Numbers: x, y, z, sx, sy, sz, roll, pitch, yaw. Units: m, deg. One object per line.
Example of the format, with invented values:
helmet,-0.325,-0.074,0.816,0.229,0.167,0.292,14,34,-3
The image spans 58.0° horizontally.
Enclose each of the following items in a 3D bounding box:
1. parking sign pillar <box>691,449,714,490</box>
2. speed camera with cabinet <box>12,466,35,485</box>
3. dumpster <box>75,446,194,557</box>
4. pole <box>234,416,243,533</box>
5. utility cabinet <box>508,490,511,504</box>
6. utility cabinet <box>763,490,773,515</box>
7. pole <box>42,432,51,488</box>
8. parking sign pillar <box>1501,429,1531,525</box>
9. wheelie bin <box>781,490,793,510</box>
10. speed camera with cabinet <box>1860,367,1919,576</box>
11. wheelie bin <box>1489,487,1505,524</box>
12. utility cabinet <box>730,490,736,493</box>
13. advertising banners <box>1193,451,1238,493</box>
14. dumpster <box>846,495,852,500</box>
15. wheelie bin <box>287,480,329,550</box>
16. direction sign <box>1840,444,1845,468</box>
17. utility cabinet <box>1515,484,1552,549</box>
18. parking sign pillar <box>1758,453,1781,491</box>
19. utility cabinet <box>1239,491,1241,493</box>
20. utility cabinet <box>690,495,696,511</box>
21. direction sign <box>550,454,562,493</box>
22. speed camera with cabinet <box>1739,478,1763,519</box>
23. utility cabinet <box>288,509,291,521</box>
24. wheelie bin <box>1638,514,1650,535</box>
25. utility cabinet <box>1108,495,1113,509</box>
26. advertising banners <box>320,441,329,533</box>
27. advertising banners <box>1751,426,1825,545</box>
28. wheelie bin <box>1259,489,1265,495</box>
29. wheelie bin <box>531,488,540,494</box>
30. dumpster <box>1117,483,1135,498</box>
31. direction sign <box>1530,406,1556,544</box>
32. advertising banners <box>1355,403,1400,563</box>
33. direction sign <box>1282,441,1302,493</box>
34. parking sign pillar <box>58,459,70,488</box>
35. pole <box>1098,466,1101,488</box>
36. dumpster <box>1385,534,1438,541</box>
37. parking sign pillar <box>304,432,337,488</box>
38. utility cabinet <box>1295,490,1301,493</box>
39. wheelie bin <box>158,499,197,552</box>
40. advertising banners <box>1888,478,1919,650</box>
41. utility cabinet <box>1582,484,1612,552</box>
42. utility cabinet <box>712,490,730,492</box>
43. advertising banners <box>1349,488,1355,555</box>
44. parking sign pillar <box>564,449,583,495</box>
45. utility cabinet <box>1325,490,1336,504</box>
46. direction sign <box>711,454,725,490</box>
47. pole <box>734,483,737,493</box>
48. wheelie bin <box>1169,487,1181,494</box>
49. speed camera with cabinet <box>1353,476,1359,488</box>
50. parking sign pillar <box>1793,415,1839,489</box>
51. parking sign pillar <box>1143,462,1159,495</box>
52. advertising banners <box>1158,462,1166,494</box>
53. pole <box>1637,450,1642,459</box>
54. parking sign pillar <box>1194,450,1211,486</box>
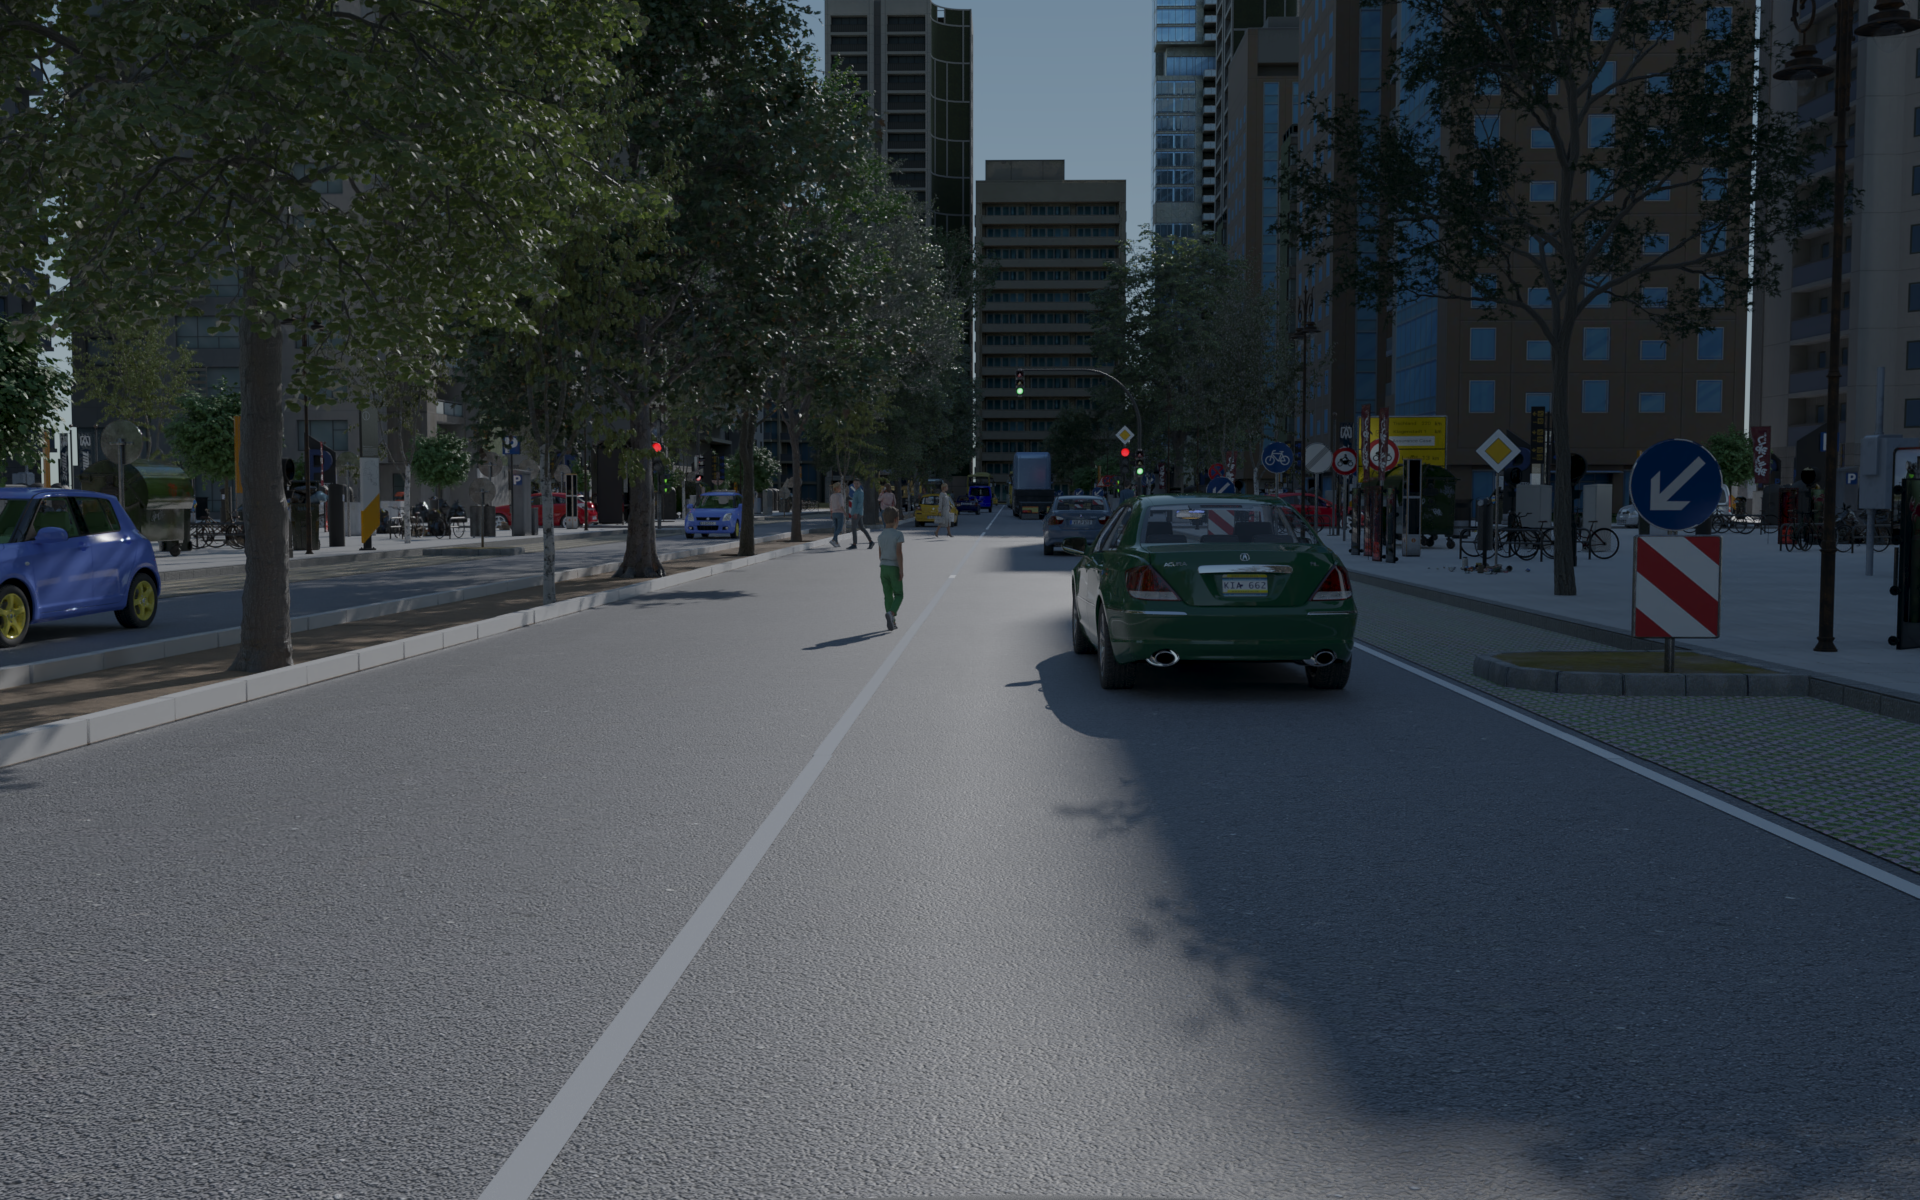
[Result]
parking sign pillar,-15.438,-7.063,103.945,1.447,3.967,1.447,1,4,16
speed camera with cabinet,-39.629,-4.886,74.218,0.660,3.252,2.038,1,4,11
dumpster,-16.493,-1.965,34.616,1.502,2.255,1.985,0,4,2
pole,-18.893,-3.152,45.381,0.158,3.312,0.155,0,3,0
utility cabinet,-25.956,-5.692,101.745,0.318,1.500,1.173,3,5,40
utility cabinet,-11.670,-5.900,105.143,0.318,1.500,1.173,1,4,9
pole,-29.934,-3.851,56.803,0.158,3.312,0.155,0,3,0
parking sign pillar,23.127,-5.074,71.439,1.447,3.967,1.447,3,4,36
wheelie bin,-13.653,-7.875,136.666,0.980,1.594,0.693,-1,4,-19
speed camera with cabinet,14.562,-1.958,26.347,0.660,3.252,2.038,0,4,-5
wheelie bin,22.868,-4.012,73.497,0.693,1.594,0.980,2,4,32
utility cabinet,-13.007,-5.393,96.855,0.318,1.500,1.173,-3,5,-41
advertising banners,10.312,-4.533,70.300,2.074,3.025,0.090,2,4,33
dumpster,-8.764,-7.800,135.751,1.865,1.857,1.264,0,4,3
wheelie bin,-14.960,-1.941,39.637,0.980,1.594,0.693,-1,4,-23
direction sign,39.982,-5.293,78.529,0.379,3.537,0.876,1,4,18
utility cabinet,13.413,-1.945,40.479,0.318,1.500,1.173,-1,4,-9
parking sign pillar,44.288,-6.502,94.775,1.447,3.967,1.447,-1,4,-14
utility cabinet,16.085,-5.629,100.715,0.318,1.500,1.173,1,4,20
utility cabinet,-12.560,-4.424,83.490,0.306,1.237,1.020,2,4,35
direction sign,-21.522,-6.133,92.267,0.876,3.537,0.379,2,4,34
speed camera with cabinet,41.427,-5.854,90.056,0.660,3.252,2.038,-1,4,-14
utility cabinet,-24.037,-3.104,61.915,0.306,1.237,1.020,-1,4,-18
wheelie bin,20.775,-2.711,52.239,0.693,1.594,0.980,2,4,30
utility cabinet,11.326,-7.496,133.721,1.020,1.237,0.306,1,4,14
advertising banners,-21.287,-3.787,58.101,0.090,3.025,2.074,-1,4,-12
advertising banners,21.114,-2.926,44.035,0.090,3.025,2.074,-3,5,-43
wheelie bin,20.393,-6.555,115.081,0.693,1.594,0.980,-3,4,-37
wheelie bin,-20.884,-4.695,84.676,0.693,1.594,0.980,-2,4,-27
dumpster,12.023,-7.427,123.926,1.502,2.255,1.985,0,4,2
direction sign,15.172,-3.225,44.733,0.876,3.537,0.379,0,4,7
advertising banners,7.961,-2.248,32.936,0.090,3.025,2.074,0,4,-6
direction sign,14.180,-5.005,73.822,0.379,3.537,0.876,-3,5,-43
parking sign pillar,-68.385,-8.790,132.191,1.447,3.967,1.447,-1,4,-12
pole,10.089,-8.047,125.405,0.158,3.312,0.155,0,3,0
dumpster,12.566,-2.813,48.481,1.502,2.255,1.985,0,4,2
parking sign pillar,-27.803,-5.312,75.316,1.447,3.967,1.447,-1,4,-15
utility cabinet,18.267,-5.158,93.016,0.318,1.500,1.173,2,4,24
wheelie bin,-17.688,-1.894,38.872,0.980,1.594,0.693,-3,4,-38
advertising banners,8.511,-1.132,14.700,2.074,3.025,0.090,-2,4,-34
utility cabinet,14.179,-1.828,38.570,0.318,1.500,1.173,3,4,36
utility cabinet,-13.256,-5.302,95.371,0.318,1.500,1.173,2,4,26
advertising banners,8.412,-2.411,35.614,0.090,3.025,2.074,0,4,-7
parking sign pillar,-19.081,-5.937,85.544,1.447,3.967,1.447,-2,4,-35
utility cabinet,22.676,-5.874,104.718,1.173,1.500,0.318,2,4,31
direction sign,-13.734,-6.502,98.310,0.876,3.537,0.379,-3,5,-41
pole,-14.936,-7.433,115.378,0.158,3.312,0.155,0,3,0
wheelie bin,9.936,-4.414,80.084,0.980,1.594,0.693,0,4,-6
speed camera with cabinet,19.361,-5.295,80.902,0.660,3.252,2.038,-3,5,-41
parking sign pillar,29.241,-4.327,59.217,1.447,3.967,1.447,1,4,13
parking sign pillar,14.970,-9.001,135.632,1.447,3.967,1.447,3,5,44
advertising banners,11.733,-6.042,94.979,2.074,3.025,0.090,-1,4,-21
pole,31.660,-5.318,80.798,0.158,3.312,0.155,0,3,0
parking sign pillar,13.696,-6.619,96.700,1.447,3.967,1.447,-2,4,-35
